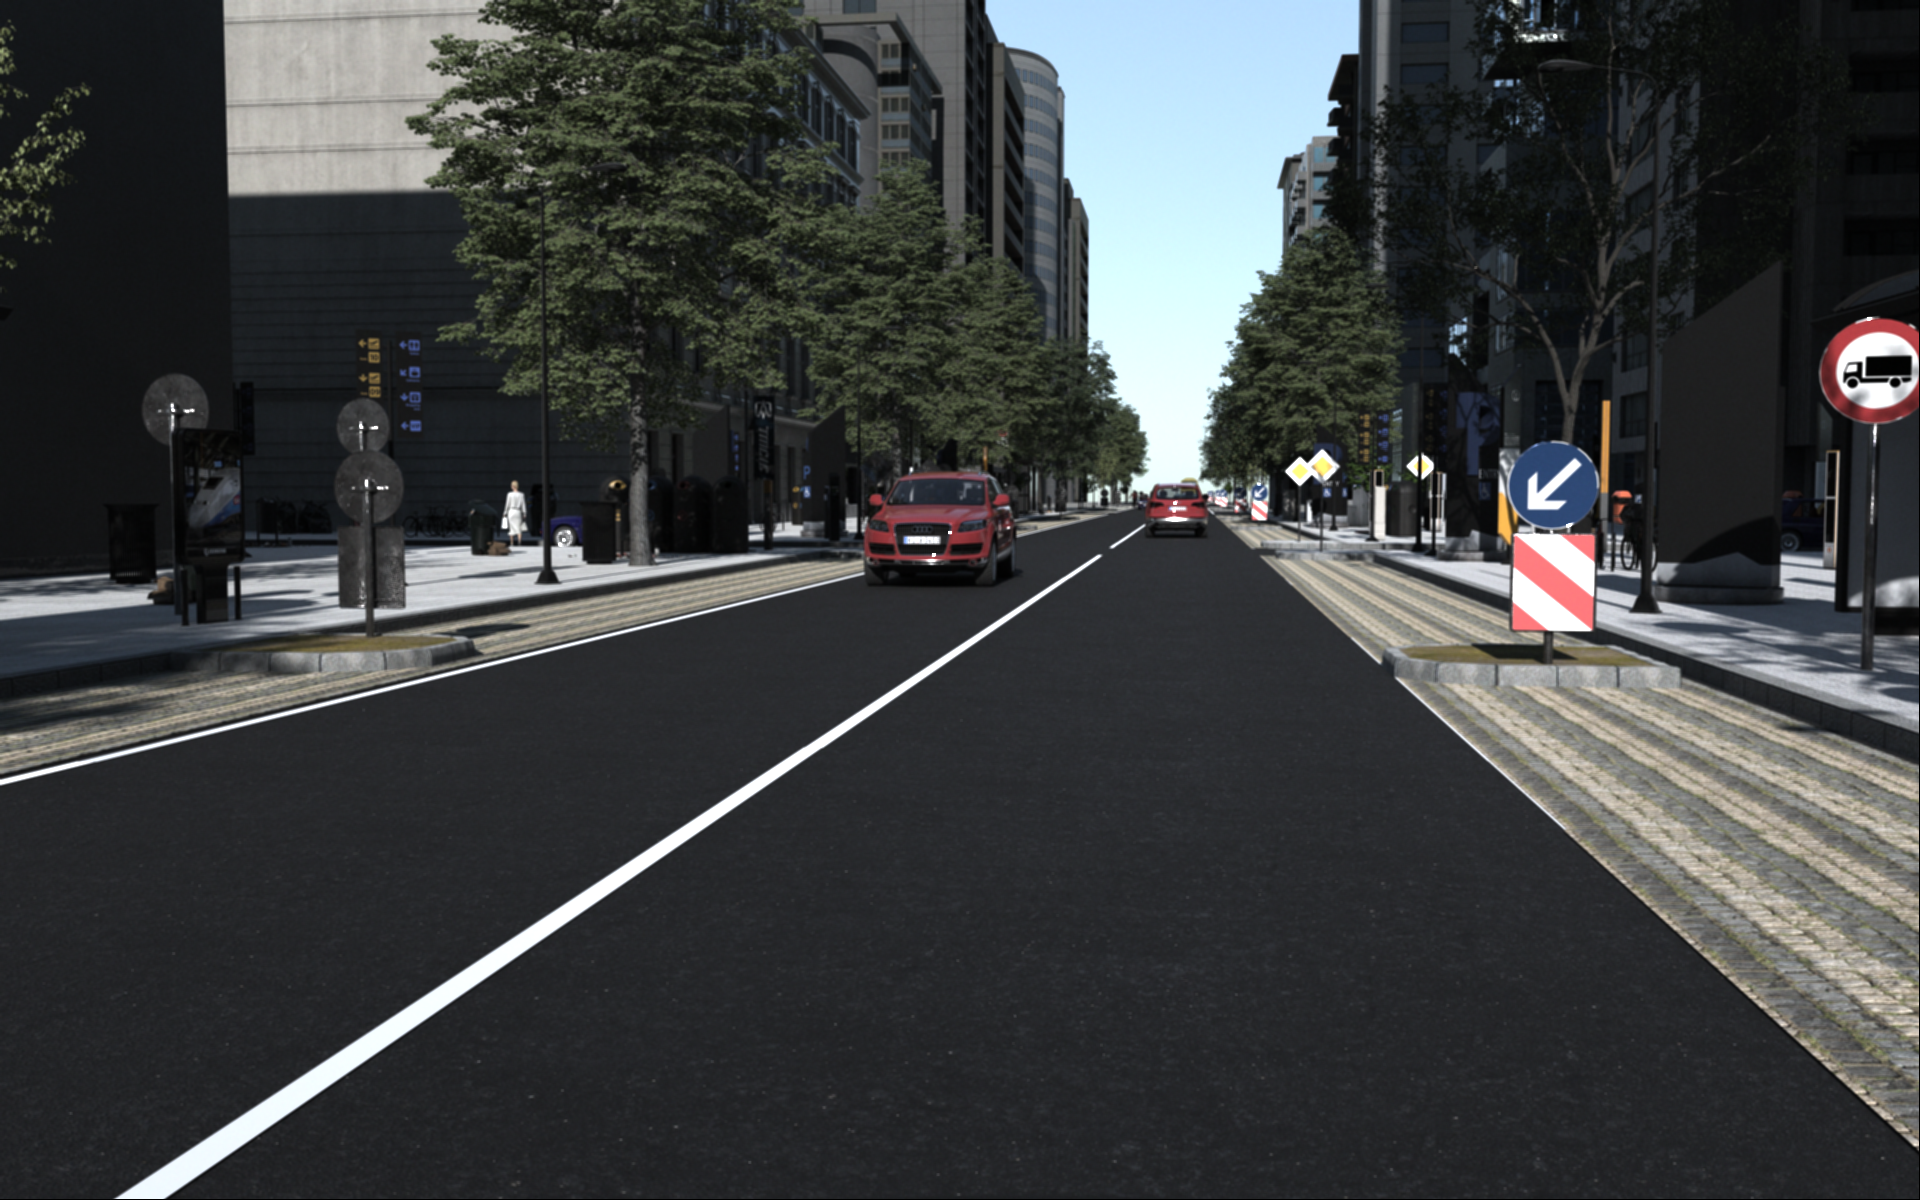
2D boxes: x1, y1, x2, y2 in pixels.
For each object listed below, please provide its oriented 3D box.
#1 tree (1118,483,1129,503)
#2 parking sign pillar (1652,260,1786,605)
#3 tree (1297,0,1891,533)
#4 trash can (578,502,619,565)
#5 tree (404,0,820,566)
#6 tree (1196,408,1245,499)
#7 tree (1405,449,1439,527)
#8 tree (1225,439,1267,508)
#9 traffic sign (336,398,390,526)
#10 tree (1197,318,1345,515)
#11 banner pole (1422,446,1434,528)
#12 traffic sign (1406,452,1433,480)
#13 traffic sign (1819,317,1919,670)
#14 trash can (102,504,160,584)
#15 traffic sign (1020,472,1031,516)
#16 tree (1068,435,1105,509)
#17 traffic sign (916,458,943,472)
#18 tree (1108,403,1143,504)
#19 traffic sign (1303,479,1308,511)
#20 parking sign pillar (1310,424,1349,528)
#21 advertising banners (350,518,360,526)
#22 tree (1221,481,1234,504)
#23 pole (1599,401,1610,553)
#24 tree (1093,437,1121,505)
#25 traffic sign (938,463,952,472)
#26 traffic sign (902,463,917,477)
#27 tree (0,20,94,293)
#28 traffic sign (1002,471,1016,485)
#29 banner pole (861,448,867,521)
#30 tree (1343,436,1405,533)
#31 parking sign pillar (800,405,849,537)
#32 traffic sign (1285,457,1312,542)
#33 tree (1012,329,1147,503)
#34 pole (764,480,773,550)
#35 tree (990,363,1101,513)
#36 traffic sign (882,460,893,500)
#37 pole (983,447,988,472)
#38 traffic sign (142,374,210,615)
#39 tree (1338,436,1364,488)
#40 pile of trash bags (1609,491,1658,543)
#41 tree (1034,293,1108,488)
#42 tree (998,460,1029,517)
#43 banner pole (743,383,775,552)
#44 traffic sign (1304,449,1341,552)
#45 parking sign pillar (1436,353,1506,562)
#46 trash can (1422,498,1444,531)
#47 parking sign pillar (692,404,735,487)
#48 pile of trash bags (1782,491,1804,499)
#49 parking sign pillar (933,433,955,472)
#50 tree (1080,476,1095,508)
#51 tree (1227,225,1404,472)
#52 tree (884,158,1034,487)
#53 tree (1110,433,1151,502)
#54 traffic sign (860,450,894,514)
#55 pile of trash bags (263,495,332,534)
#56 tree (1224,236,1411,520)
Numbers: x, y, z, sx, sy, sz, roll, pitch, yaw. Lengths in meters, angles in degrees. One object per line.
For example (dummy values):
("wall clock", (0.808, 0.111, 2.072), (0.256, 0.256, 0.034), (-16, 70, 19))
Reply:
("tree", (24.560, -16.090, 257.675), (1.663, 3.219, 1.824), (0, 3, 0))
("parking sign pillar", (9.044, -1.963, 20.571), (1.447, 3.967, 1.447), (3, 4, 39))
("tree", (9.442, -5.669, 27.097), (8.767, 10.594, 7.601), (1, 4, 16))
("trash can", (-6.611, -1.227, 31.722), (0.748, 1.137, 0.748), (0, 3, 0))
("tree", (-5.620, -6.853, 30.167), (7.486, 12.596, 7.792), (0, 3, 0))
("tree", (30.393, -16.799, 185.027), (12.009, 13.543, 11.850), (0, 3, 0))
("tree", (17.836, -4.446, 67.294), (1.663, 3.219, 1.824), (0, 3, 0))
("tree", (26.879, -12.931, 161.777), (4.737, 8.622, 4.395), (0, 3, 0))
("traffic sign", (-7.937, -1.401, 23.015), (0.768, 2.556, 0.104), (1, 4, 11))
("tree", (19.821, -11.663, 107.693), (9.611, 12.733, 9.660), (0, 3, 0))
("banner pole", (17.659, -4.581, 64.917), (0.401, 3.779, 0.863), (-1, 4, -13))
("traffic sign", (12.561, -2.815, 47.216), (0.795, 2.450, 0.064), (1, 4, 12))
("traffic sign", (6.617, -0.762, 12.562), (0.768, 2.556, 0.104), (1, 4, 16))
("trash can", (-11.875, -0.807, 24.852), (0.748, 1.137, 0.748), (0, 3, 0))
("traffic sign", (3.713, -6.078, 99.483), (0.768, 2.556, 0.104), (1, 4, 12))
("tree", (10.870, -12.406, 153.194), (4.360, 8.622, 3.978), (0, 3, 0))
("traffic sign", (-0.861, -2.697, 47.736), (0.795, 2.450, 0.064), (0, 4, 8))
("tree", (19.102, -18.024, 212.823), (7.486, 12.596, 7.792), (0, 3, 0))
("traffic sign", (18.432, -5.642, 92.349), (0.768, 2.556, 0.104), (1, 4, 13))
("parking sign pillar", (14.078, -4.735, 65.896), (1.447, 3.967, 1.447), (3, 5, 43))
("advertising banners", (-12.269, -2.388, 35.235), (0.090, 3.025, 2.074), (-2, 4, -28))
("tree", (38.976, -15.801, 252.942), (1.663, 3.219, 1.824), (0, 3, 0))
("pole", (14.090, -2.693, 37.877), (0.158, 3.312, 0.155), (0, 3, 0))
("tree", (16.111, -15.097, 197.193), (4.737, 8.622, 4.395), (0, 3, 0))
("traffic sign", (-0.711, -4.402, 72.077), (0.768, 2.556, 0.104), (1, 4, 13))
("traffic sign", (-2.107, -4.369, 71.547), (0.768, 2.556, 0.104), (1, 4, 13))
("tree", (-12.470, -4.232, 19.558), (4.737, 8.622, 4.395), (0, 3, 0))
("traffic sign", (2.651, -5.740, 93.959), (0.768, 2.556, 0.104), (1, 4, 16))
("banner pole", (-4.559, -5.661, 82.580), (0.401, 3.779, 0.863), (1, 4, 14))
("tree", (13.353, -3.807, 56.846), (1.663, 3.219, 1.824), (0, 3, 0))
("parking sign pillar", (-4.065, -3.879, 51.890), (1.447, 3.967, 1.447), (-3, 5, -41))
("traffic sign", (9.093, -2.615, 46.392), (0.795, 2.450, 0.064), (0, 4, 8))
("tree", (7.824, -13.955, 134.813), (9.857, 13.997, 8.962), (0, 3, 0))
("pole", (-4.384, -2.796, 39.561), (0.158, 3.312, 0.155), (0, 3, 0))
("tree", (5.552, -11.231, 118.041), (8.767, 10.594, 7.601), (1, 4, 10))
("traffic sign", (-2.722, -3.885, 63.633), (0.768, 2.556, 0.104), (1, 4, 10))
("pole", (1.101, -4.945, 74.687), (0.158, 3.312, 0.155), (0, 3, 0))
("traffic sign", (-8.307, -1.115, 18.338), (0.768, 2.556, 0.104), (0, 4, 8))
("tree", (20.803, -6.820, 95.217), (4.285, 4.588, 4.351), (0, 3, 0))
("pile of trash bags", (18.456, -2.231, 46.226), (1.912, 1.369, 3.447), (-1, 4, -13))
("tree", (1.454, -10.017, 81.912), (7.486, 12.596, 7.792), (0, 3, 0))
("tree", (3.029, -6.293, 97.488), (1.663, 3.219, 1.824), (0, 3, 0))
("banner pole", (-4.544, -2.981, 38.751), (0.863, 3.779, 0.401), (0, 4, -2))
("traffic sign", (8.036, -2.131, 38.477), (0.795, 2.450, 0.064), (0, 4, 8))
("parking sign pillar", (9.987, -2.752, 33.471), (1.447, 3.967, 1.447), (-3, 4, -36))
("trash can", (16.653, -3.021, 61.045), (0.748, 1.137, 0.748), (0, 3, 0))
("parking sign pillar", (-7.460, -3.917, 52.518), (1.447, 3.967, 1.447), (2, 4, 28))
("pile of trash bags", (23.204, -2.252, 46.566), (3.447, 1.369, 1.912), (-2, 4, -34))
("parking sign pillar", (-0.599, -5.248, 74.272), (1.447, 3.967, 1.447), (1, 4, 21))
("tree", (11.379, -9.971, 157.627), (1.663, 3.219, 1.824), (0, 3, 0))
("tree", (15.136, -9.533, 73.985), (7.486, 12.596, 7.792), (0, 3, 0))
("tree", (-2.135, -8.591, 58.586), (7.486, 12.596, 7.792), (0, 3, 0))
("tree", (26.502, -21.354, 274.899), (9.928, 11.665, 9.643), (0, 3, 0))
("traffic sign", (-1.917, -2.213, 39.821), (0.795, 2.450, 0.064), (0, 4, 8))
("pile of trash bags", (-22.179, -2.830, 56.028), (3.447, 1.369, 1.912), (-2, 4, -26))
("tree", (17.537, -10.983, 86.234), (9.857, 13.997, 8.962), (0, 3, 0))
